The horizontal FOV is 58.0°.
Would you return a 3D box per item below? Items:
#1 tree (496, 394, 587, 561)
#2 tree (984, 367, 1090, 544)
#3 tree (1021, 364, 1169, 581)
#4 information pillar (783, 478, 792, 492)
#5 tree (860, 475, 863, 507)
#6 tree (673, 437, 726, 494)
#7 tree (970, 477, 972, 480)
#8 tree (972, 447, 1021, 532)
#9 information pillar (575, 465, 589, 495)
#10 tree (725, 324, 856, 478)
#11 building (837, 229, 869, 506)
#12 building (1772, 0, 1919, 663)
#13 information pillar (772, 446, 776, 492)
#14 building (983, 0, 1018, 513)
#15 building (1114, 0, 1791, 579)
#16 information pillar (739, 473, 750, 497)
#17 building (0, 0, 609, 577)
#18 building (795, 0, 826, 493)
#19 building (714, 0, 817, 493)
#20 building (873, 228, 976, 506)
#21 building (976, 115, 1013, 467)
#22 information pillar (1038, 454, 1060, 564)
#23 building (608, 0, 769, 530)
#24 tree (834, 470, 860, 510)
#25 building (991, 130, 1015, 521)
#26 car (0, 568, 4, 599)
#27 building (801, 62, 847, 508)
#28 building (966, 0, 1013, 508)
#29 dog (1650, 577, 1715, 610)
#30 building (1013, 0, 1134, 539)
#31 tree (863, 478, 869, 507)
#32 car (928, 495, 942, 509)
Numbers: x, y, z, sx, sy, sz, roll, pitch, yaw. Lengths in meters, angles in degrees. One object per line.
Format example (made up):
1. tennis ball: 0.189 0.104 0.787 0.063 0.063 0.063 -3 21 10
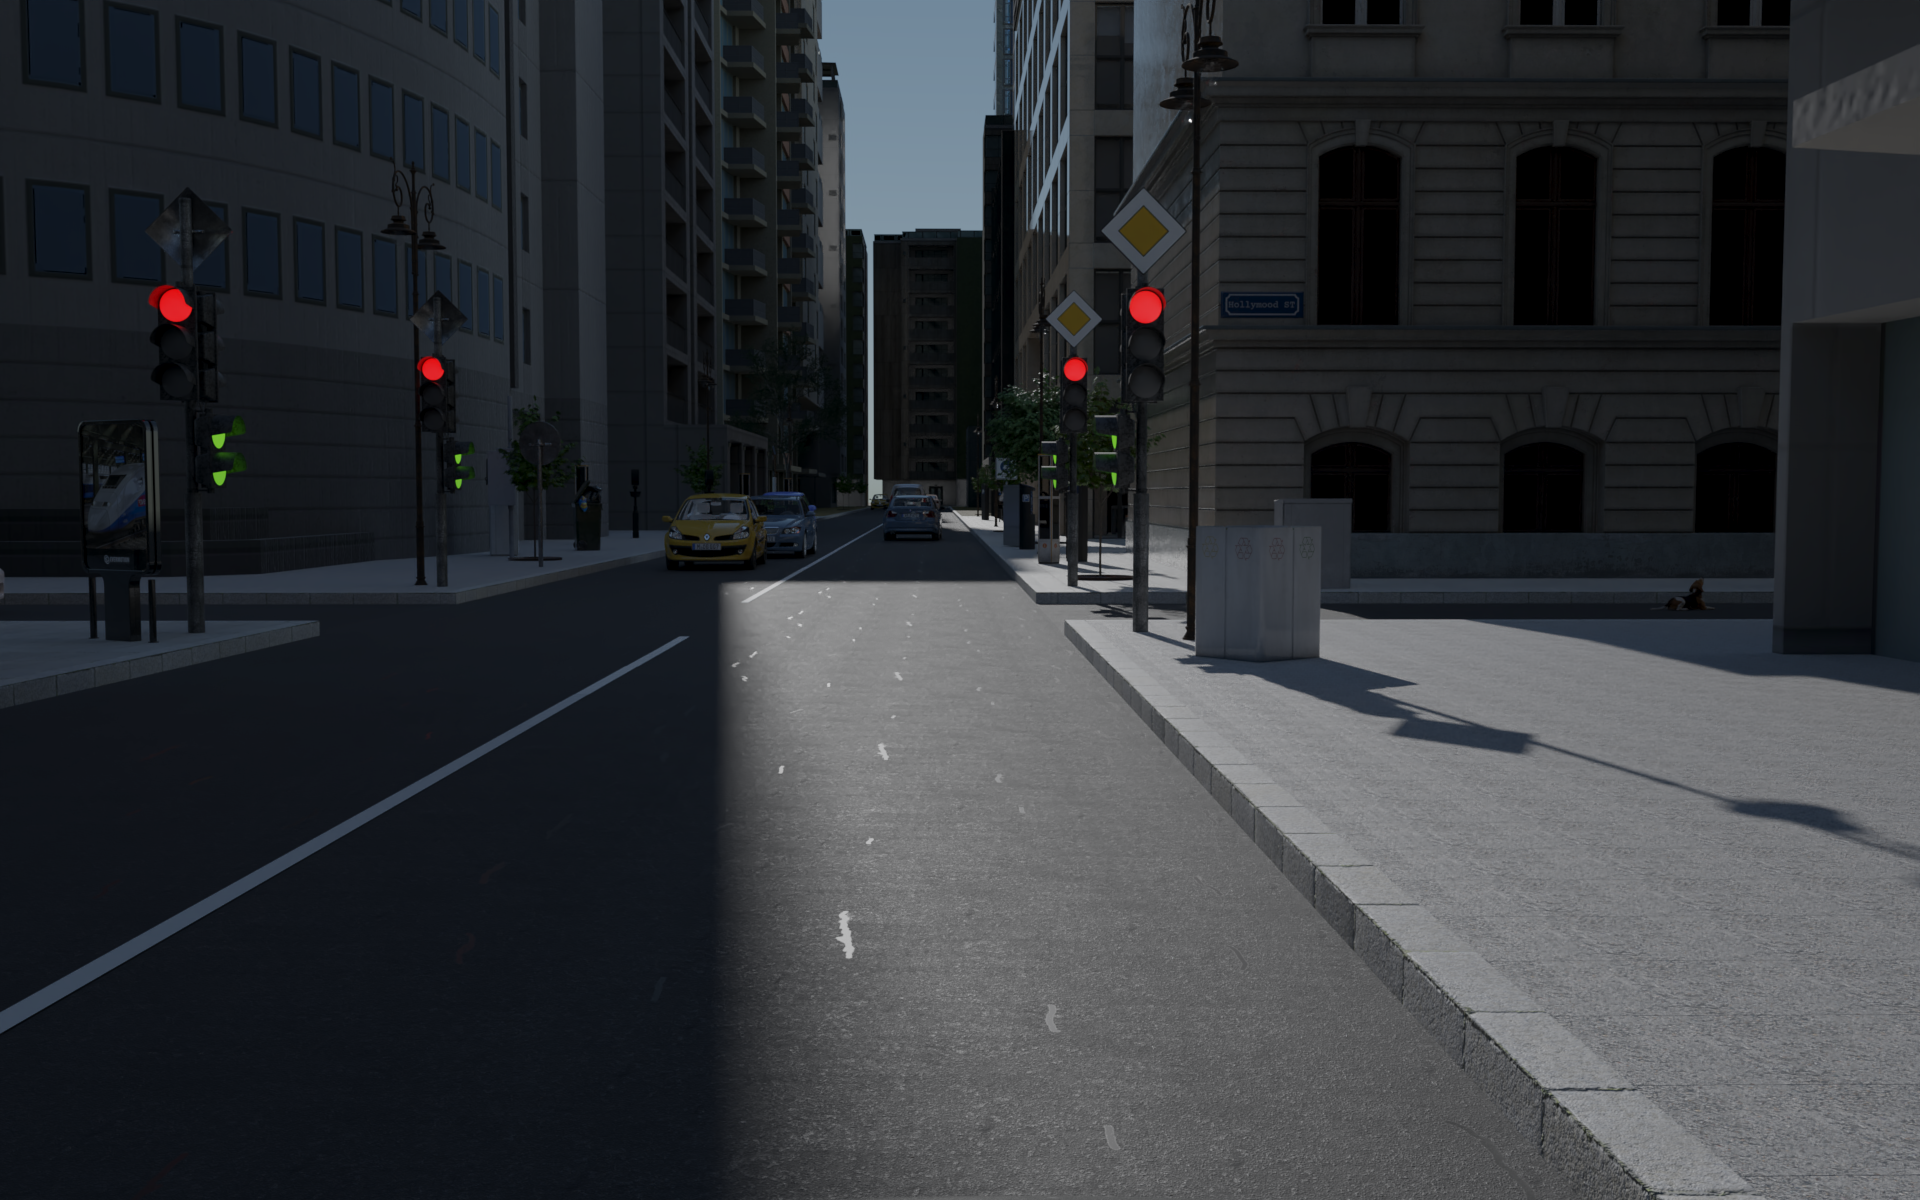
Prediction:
1. tree: -8.222 -2.372 33.386 1.663 3.219 1.824 0 3 0
2. tree: 2.237 -3.751 45.038 4.285 4.588 4.351 0 3 0
3. tree: 2.060 -1.928 26.126 1.663 3.219 1.824 0 3 0
4. information pillar: -8.022 -4.666 80.785 0.304 2.012 0.304 2 4 25
5. tree: -9.933 -9.923 156.836 1.663 3.219 1.824 0 3 0
6. tree: -8.651 -3.916 58.625 1.663 3.219 1.824 0 3 0
7. tree: 1.360 -6.859 106.754 1.663 3.219 1.824 0 3 0
8. tree: 1.656 -3.915 58.619 1.663 3.219 1.824 0 3 0
9. information pillar: -9.651 -2.431 44.247 0.304 2.012 0.304 0 4 1
10. tree: -9.169 -9.773 94.198 8.767 10.594 7.601 2 4 32
11. building: -17.214 -25.598 190.221 14.107 30.474 14.160 0 4 -1
12. building: 17.821 -25.144 0.350 28.713 52.752 27.495 0 4 -1
13. information pillar: -9.075 -5.706 84.643 0.183 3.616 0.504 -1 4 -18
14. building: 12.025 -41.505 116.852 20.563 71.187 20.611 0 4 -1
15. building: 20.676 -12.953 30.868 34.723 24.649 14.460 0 4 -1
16. information pillar: -7.686 -3.501 61.741 0.304 2.012 0.304 -2 4 -32
17. building: -20.984 -30.264 36.817 21.231 58.520 28.212 0 4 -1
18. building: -25.264 -33.747 141.003 28.713 52.752 27.495 0 4 -1
19. building: -21.022 -28.035 112.998 22.147 44.769 28.867 0 4 -1
20. building: -2.555 -25.658 191.211 14.107 30.474 14.160 0 4 -1
21. building: 8.717 -22.243 135.377 14.160 30.474 14.107 0 4 -1
22. information pillar: 1.634 -1.670 31.789 0.304 2.012 0.304 2 4 35
23. building: -18.535 -38.582 69.068 20.563 71.187 20.611 0 4 -1
24. tree: -9.514 -8.886 139.890 1.663 3.219 1.824 0 3 0
25. building: 8.034 -15.964 90.694 12.332 23.373 15.834 0 4 -1
26. car: -13.812 -0.484 20.278 4.827 1.381 2.083 0 4 0
27. building: -18.089 -29.553 166.781 14.086 41.232 14.154 0 4 -1
28. building: 12.019 -51.633 156.863 22.319 86.520 31.000 0 4 -1
29. dog: 8.942 -0.076 21.440 0.748 0.427 0.550 2 4 25
30. building: 12.436 -15.975 65.714 19.350 26.468 34.151 0 4 -1
31. tree: -9.844 -10.972 173.992 1.663 3.219 1.824 0 3 0
32. car: -2.470 -7.607 136.743 2.083 1.381 4.827 0 4 0
